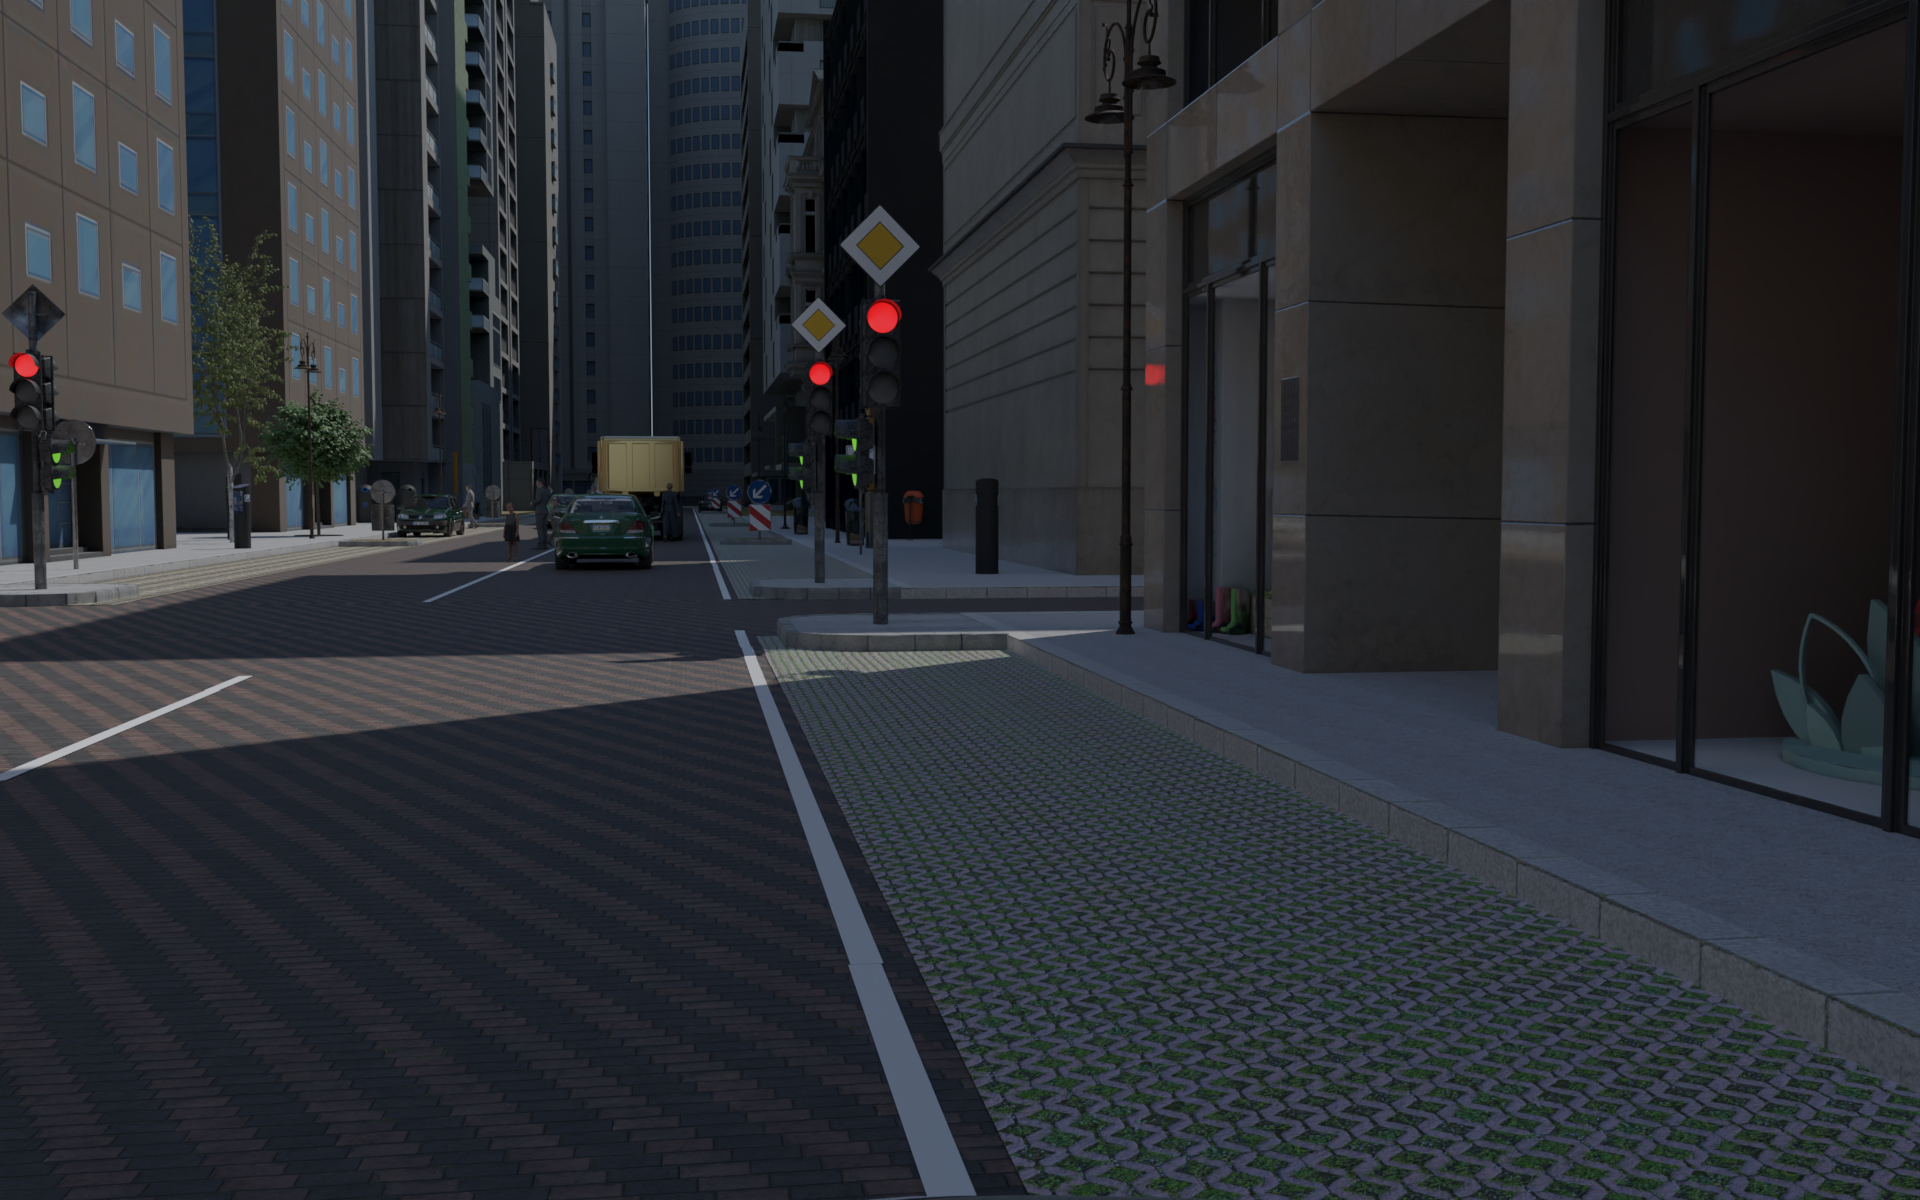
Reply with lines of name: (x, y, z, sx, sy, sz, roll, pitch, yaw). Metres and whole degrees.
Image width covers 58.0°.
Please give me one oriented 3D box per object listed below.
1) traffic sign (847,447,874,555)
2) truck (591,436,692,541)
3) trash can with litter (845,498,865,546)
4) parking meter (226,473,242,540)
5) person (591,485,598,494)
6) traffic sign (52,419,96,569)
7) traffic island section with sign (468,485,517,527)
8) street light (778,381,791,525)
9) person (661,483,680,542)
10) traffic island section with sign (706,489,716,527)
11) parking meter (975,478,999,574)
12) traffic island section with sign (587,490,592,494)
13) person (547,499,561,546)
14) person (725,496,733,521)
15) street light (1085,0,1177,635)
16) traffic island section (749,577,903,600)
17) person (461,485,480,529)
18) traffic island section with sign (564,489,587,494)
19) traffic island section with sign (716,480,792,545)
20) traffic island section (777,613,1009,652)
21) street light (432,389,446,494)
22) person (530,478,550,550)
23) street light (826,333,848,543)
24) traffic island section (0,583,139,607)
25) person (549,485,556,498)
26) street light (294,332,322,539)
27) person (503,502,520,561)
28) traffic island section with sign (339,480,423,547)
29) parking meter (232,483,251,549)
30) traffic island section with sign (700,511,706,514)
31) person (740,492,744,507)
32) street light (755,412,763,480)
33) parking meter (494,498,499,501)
traffic sign: (-2.097, -2.107, 36.572, 0.606, 2.300, 0.079, 0, 4, -4)
truck: (-10.434, -3.722, 56.781, 3.469, 3.379, 9.791, -1, 4, -10)
trash can with litter: (-2.539, -1.942, 43.144, 0.624, 1.170, 1.055, -1, 4, -9)
parking meter: (-20.389, -2.626, 48.649, 0.255, 1.863, 0.399, 1, 4, 19)
person: (-14.396, -3.610, 67.918, 0.834, 1.777, 0.661, -2, 4, -32)
traffic sign: (-15.103, -1.799, 29.517, 0.768, 2.556, 0.104, 0, 4, 0)
traffic island section with sign: (-20.237, -4.070, 75.174, 1.989, 1.847, 2.006, -1, 4, -9)
street light: (-7.176, -5.998, 70.848, 0.468, 5.910, 1.993, -1, 4, -9)
person: (-8.633, -2.612, 51.630, 0.576, 1.772, 0.534, 0, 4, -7)
traffic island section with sign: (-10.092, -4.148, 76.455, 1.989, 1.847, 2.006, -1, 4, -9)
parking meter: (0.434, -1.188, 27.835, 0.372, 1.533, 0.369, 0, 3, 0)
traffic island section with sign: (-32.122, -8.691, 150.731, 1.989, 1.847, 2.006, -1, 4, -9)
person: (-11.118, -2.130, 47.601, 0.640, 1.303, 0.475, 1, 4, 20)
person: (-12.328, -5.133, 92.990, 0.524, 1.755, 0.480, -1, 4, -20)
street light: (1.516, -2.625, 15.703, 0.468, 5.910, 1.993, -1, 4, -9)
traffic island section: (-2.001, -0.166, 24.990, 2.009, 0.180, 2.903, -1, 4, -9)
person: (-20.136, -3.822, 71.104, 0.853, 1.813, 0.709, 0, 4, -8)
traffic island section with sign: (-27.924, -7.053, 123.940, 1.989, 1.847, 2.006, -1, 4, -9)
traffic island section with sign: (-5.847, -2.492, 49.365, 1.989, 1.847, 2.006, -1, 4, -9)
traffic island section: (-0.761, 0.317, 17.101, 2.009, 0.180, 2.903, -1, 4, -9)
street light: (-22.786, -6.309, 75.946, 0.468, 5.910, 1.993, -1, 4, -9)
person: (-10.904, -2.234, 44.826, 0.447, 1.846, 0.655, 1, 4, 11)
street light: (-3.207, -4.430, 45.216, 0.468, 5.910, 1.993, -1, 4, -9)
traffic island section: (-12.416, -0.066, 23.363, 2.009, 0.180, 2.903, -1, 4, -9)
person: (-19.283, -4.497, 81.807, 0.755, 1.850, 0.659, -1, 4, -21)
street light: (-18.622, -4.697, 49.591, 0.468, 5.910, 1.993, -1, 4, -9)
person: (-9.579, -1.456, 36.978, 0.362, 1.253, 0.373, 2, 4, 24)
traffic island section with sign: (-15.922, -2.391, 47.719, 1.989, 1.847, 2.006, -1, 4, -9)
parking meter: (-16.888, -1.977, 40.737, 0.372, 1.533, 0.369, 0, 3, 0)
traffic island section with sign: (-17.933, -7.198, 126.323, 1.989, 1.847, 2.006, -1, 4, -9)
person: (-22.195, -10.364, 178.675, 1.217, 1.735, 0.721, 1, 4, 20)
street light: (-11.362, -7.655, 97.940, 0.468, 5.910, 1.993, -1, 4, -9)
parking meter: (-25.027, -5.189, 93.247, 0.372, 1.533, 0.369, 0, 3, 0)
